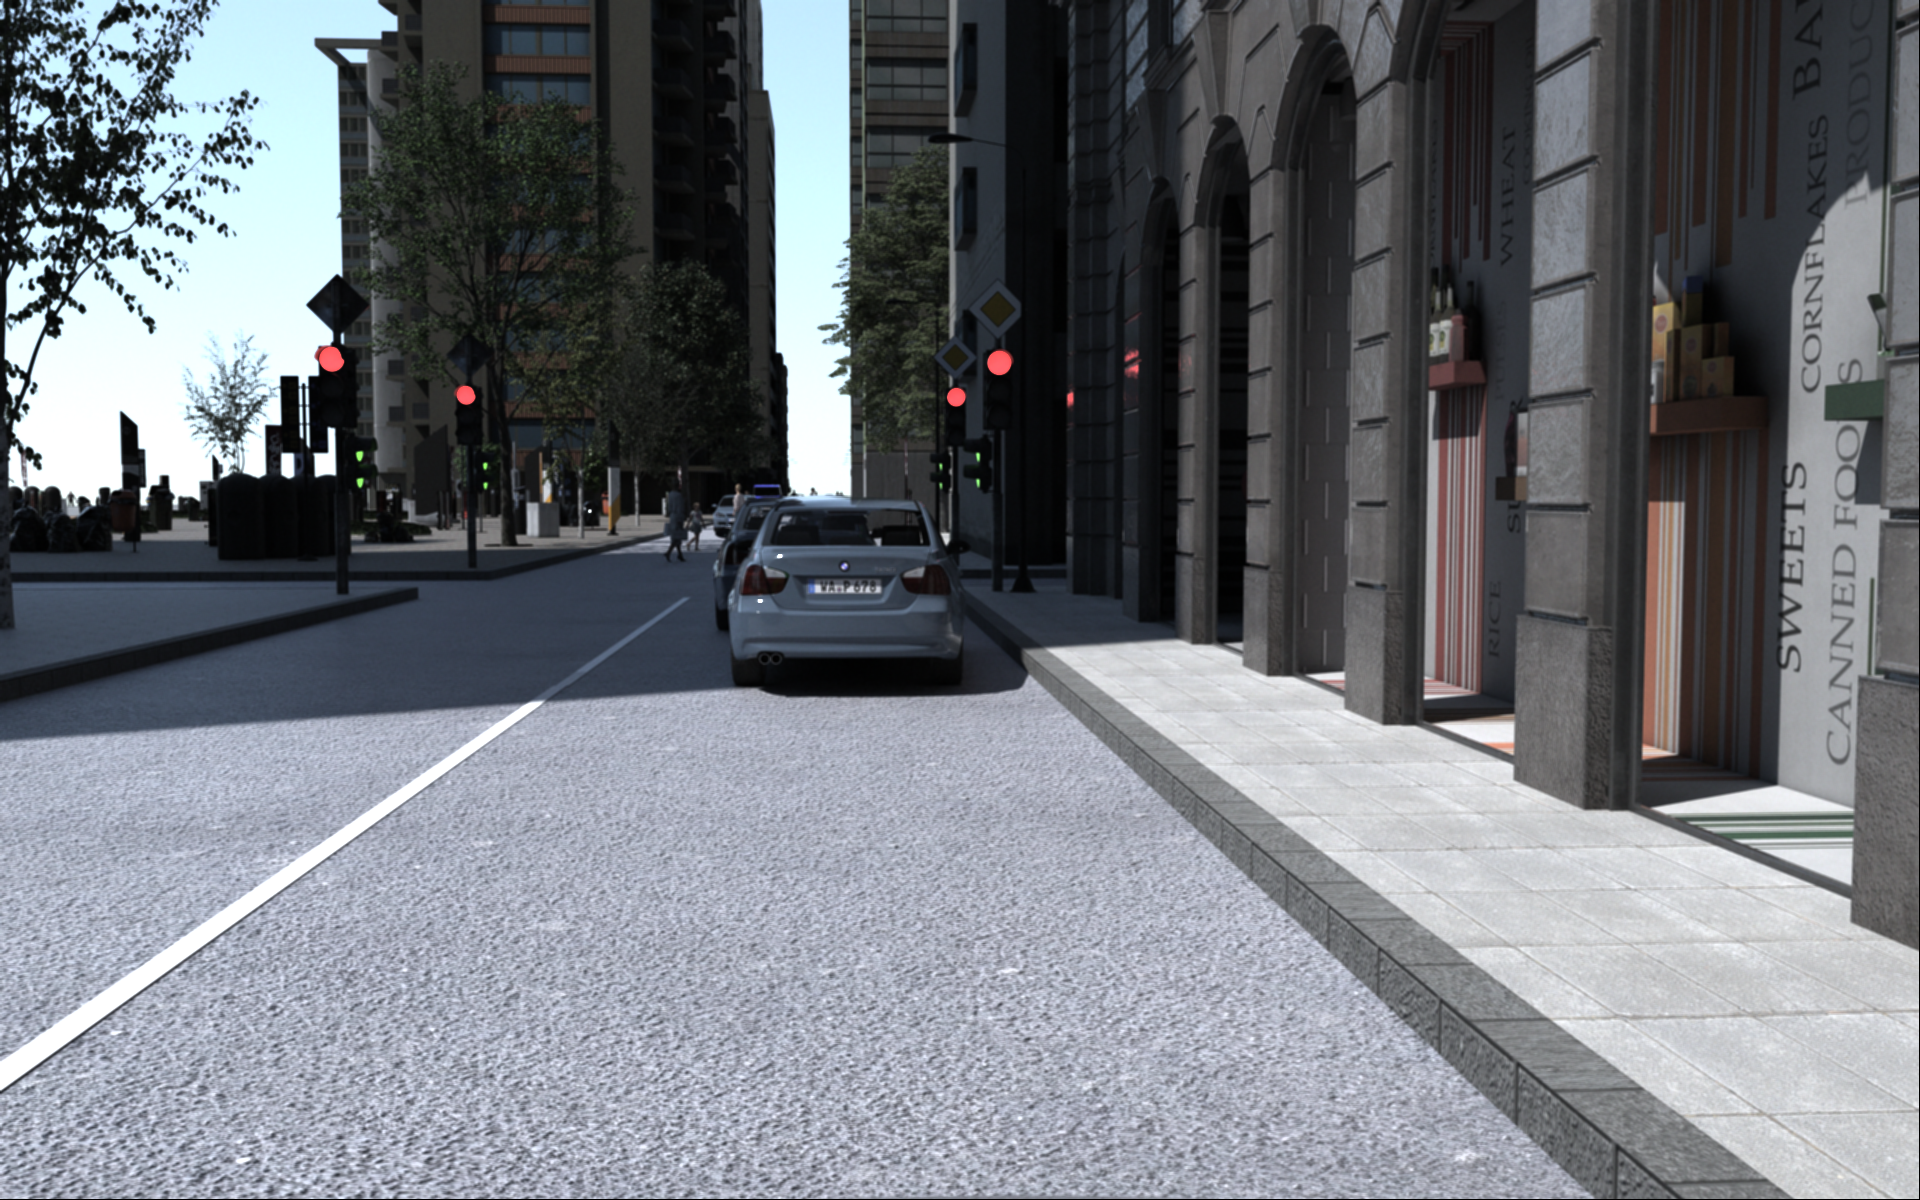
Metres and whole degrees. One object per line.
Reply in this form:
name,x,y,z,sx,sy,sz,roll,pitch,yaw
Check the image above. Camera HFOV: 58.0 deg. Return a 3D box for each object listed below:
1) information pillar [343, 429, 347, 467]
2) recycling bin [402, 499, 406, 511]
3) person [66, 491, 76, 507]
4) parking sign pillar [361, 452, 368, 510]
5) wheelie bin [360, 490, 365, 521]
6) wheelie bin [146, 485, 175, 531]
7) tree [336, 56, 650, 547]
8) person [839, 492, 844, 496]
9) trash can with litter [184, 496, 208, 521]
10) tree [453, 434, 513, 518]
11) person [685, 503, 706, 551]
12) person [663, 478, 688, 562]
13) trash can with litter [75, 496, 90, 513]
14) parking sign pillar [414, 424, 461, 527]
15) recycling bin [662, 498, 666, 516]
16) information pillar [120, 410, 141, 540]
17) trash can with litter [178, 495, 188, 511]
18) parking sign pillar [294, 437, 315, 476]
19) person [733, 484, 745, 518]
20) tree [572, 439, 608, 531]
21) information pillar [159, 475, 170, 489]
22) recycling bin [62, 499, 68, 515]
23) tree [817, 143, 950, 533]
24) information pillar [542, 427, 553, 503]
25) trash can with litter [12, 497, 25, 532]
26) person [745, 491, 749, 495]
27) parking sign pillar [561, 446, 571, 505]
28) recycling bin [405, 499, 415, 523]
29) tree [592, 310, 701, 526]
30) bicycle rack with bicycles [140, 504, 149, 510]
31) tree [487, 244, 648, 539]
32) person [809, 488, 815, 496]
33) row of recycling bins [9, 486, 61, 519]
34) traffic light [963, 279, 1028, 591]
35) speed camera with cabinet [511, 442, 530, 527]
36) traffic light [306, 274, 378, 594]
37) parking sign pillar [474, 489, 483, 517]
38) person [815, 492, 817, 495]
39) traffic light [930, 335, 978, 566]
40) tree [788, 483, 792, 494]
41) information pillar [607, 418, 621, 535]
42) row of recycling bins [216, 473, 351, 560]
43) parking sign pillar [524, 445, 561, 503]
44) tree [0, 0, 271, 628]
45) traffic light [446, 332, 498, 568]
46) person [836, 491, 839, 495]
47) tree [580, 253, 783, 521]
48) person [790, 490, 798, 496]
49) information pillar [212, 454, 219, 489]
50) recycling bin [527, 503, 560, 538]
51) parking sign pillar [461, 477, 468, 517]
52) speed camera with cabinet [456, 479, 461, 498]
information pillar,-21.969,-4.295,61.573,0.183,3.616,0.504,1,4,17
recycling bin,-30.847,-5.099,95.927,0.722,1.027,0.722,-1,4,-8
person,-92.848,-10.509,180.874,0.990,1.755,0.434,0,4,-4
parking sign pillar,-35.506,-6.997,102.872,1.447,3.967,1.447,-1,4,-10
wheelie bin,-27.466,-4.332,78.732,0.693,1.594,0.980,-3,5,-44
wheelie bin,-28.154,-3.253,61.091,0.693,1.594,0.980,3,5,41
tree,-11.221,-7.123,42.209,9.928,11.665,9.643,0,3,0
person,-15.516,-13.323,226.863,0.617,1.759,0.750,1,4,9
trash can with litter,-35.907,-4.291,81.551,0.624,1.170,1.055,2,4,33
tree,-25.831,-6.729,93.730,4.285,4.588,4.351,0,3,0
person,-6.674,-1.854,43.821,0.382,1.210,0.505,3,4,39
person,-6.053,-1.702,36.677,0.624,1.780,0.694,-2,4,-30
trash can with litter,-47.102,-5.017,93.420,0.624,1.170,1.055,1,4,16
parking sign pillar,-20.466,-4.817,67.224,1.447,3.967,1.447,0,4,6
recycling bin,-17.207,-5.528,102.942,0.722,1.027,0.722,1,4,19
information pillar,-23.379,-3.512,48.777,0.183,3.616,0.504,3,4,36
trash can with litter,-43.536,-5.214,96.307,2.233,1.210,1.678,0,3,0
parking sign pillar,-30.993,-5.715,81.914,1.447,3.967,1.447,3,5,44
person,-6.665,-2.712,53.505,0.598,1.740,0.731,1,4,11
tree,-12.905,-4.085,61.399,1.663,3.219,1.824,0,3,0
information pillar,-30.669,-3.810,66.790,0.304,2.012,0.304,-3,4,-39
recycling bin,-50.488,-5.171,97.098,0.722,1.027,0.722,-1,4,-18
tree,-0.947,-8.481,56.785,7.486,12.596,7.792,0,3,0
information pillar,-14.434,-4.235,60.590,0.504,3.616,0.183,3,5,42
trash can with litter,-23.373,-1.981,43.450,1.678,1.210,2.233,-1,4,-11
person,-12.791,-5.718,103.803,0.330,1.601,0.589,0,3,0
parking sign pillar,-22.081,-6.604,96.443,1.447,3.967,1.447,-2,4,-33
recycling bin,-21.630,-3.468,69.258,0.722,1.027,0.722,0,4,-8
tree,-12.751,-7.256,68.997,4.360,8.622,3.978,0,3,0
bicycle rack with bicycles,-43.795,-4.893,93.378,2.925,0.926,2.852,1,4,9
tree,-11.143,-6.073,49.648,4.737,8.622,4.395,0,3,0
person,-8.424,-5.483,98.418,0.850,1.792,0.678,0,4,3
row of recycling bins,-48.330,-5.038,89.483,3.534,1.692,1.069,-1,4,-8
traffic light,0.473,-2.069,22.757,0.839,4.253,0.868,0,4,-4
speed camera with cabinet,-17.019,-4.399,66.263,0.660,3.252,2.038,0,4,1
traffic light,-7.916,-2.032,22.136,0.839,4.253,0.868,0,4,-4
parking sign pillar,-27.763,-6.699,97.997,1.447,3.967,1.447,1,4,10
person,-17.567,-12.456,212.879,0.721,1.743,1.217,1,4,18
traffic light,-0.103,-2.557,30.721,0.839,4.253,0.868,0,4,-4
tree,-26.364,-16.444,263.459,1.663,3.219,1.824,0,3,0
information pillar,-10.769,-3.824,53.881,0.183,3.616,0.504,2,4,28
row of recycling bins,-13.661,-1.721,35.258,1.069,1.692,3.534,1,4,17
parking sign pillar,-20.937,-5.968,86.042,1.447,3.967,1.447,1,4,12
tree,-8.995,-4.046,16.520,4.360,8.622,3.978,0,3,0
traffic light,-8.492,-2.519,30.101,0.839,4.253,0.868,0,4,-4
person,-17.588,-14.690,248.309,1.348,1.869,0.705,-3,5,-43
tree,-13.258,-10.125,82.557,9.611,12.733,9.660,0,3,0
person,-14.682,-8.865,153.426,1.348,1.826,0.705,1,4,13
information pillar,-43.672,-6.745,101.640,0.183,3.616,0.504,1,4,14
recycling bin,-12.318,-2.362,51.180,0.722,1.027,0.722,-3,5,-42
parking sign pillar,-22.536,-5.322,75.490,1.447,3.967,1.447,0,4,1
speed camera with cabinet,-30.493,-6.681,103.565,2.038,3.252,0.660,-1,4,-15
